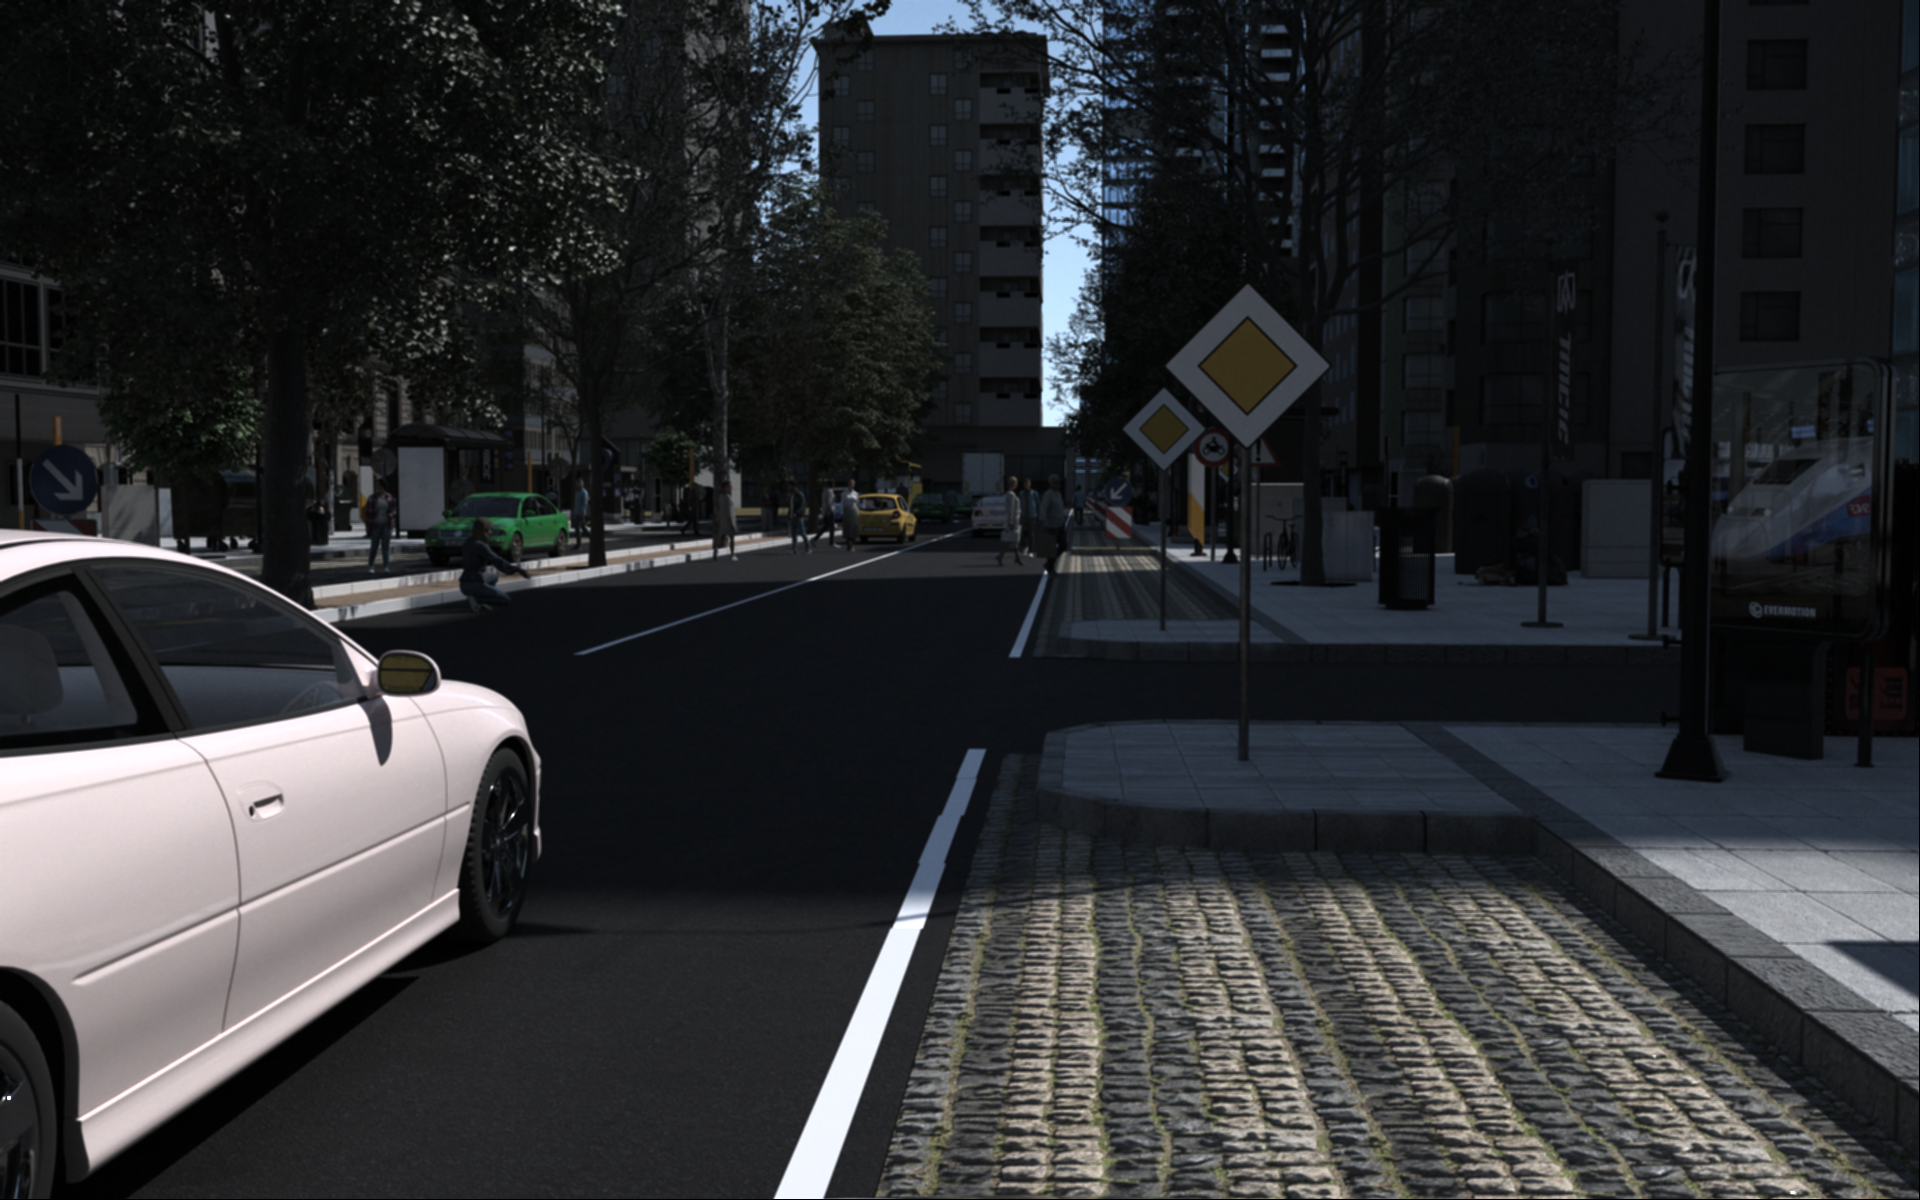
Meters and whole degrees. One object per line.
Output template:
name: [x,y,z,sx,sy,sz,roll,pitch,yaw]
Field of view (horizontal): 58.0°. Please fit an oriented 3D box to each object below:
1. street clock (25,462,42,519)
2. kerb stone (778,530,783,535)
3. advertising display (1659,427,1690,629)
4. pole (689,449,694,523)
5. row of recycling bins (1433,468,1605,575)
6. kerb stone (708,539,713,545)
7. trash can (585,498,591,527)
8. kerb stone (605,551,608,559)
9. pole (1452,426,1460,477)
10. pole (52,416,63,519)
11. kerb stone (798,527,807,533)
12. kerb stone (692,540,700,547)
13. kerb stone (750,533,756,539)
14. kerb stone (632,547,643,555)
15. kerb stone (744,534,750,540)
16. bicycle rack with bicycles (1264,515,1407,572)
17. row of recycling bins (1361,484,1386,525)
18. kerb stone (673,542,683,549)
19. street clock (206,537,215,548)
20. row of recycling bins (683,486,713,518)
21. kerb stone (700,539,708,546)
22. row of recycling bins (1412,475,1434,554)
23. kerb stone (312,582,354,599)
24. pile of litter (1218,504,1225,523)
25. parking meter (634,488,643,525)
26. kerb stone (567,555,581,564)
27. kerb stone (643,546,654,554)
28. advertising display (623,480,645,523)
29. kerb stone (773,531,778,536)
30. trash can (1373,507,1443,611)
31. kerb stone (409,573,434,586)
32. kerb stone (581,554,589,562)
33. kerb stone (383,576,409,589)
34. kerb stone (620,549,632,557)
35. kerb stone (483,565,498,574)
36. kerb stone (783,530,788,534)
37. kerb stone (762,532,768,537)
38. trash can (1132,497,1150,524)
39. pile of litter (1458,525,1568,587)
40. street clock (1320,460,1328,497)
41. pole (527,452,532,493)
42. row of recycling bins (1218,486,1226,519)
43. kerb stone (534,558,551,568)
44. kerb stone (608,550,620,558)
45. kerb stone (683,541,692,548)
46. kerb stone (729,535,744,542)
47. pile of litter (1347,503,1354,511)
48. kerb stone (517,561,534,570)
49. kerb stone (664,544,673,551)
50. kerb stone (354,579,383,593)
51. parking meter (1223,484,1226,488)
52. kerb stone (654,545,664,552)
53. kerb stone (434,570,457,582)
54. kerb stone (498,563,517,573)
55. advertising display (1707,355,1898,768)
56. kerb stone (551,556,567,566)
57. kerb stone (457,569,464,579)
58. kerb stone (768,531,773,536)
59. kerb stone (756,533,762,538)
street clock: [-20.726,-2.098,38.870,0.471,2.002,0.358,2,4,32]
kerb stone: [-6.360,-2.315,60.083,0.120,0.150,1.000,0,4,4]
advertising display: [6.932,-0.676,16.260,0.123,1.923,0.974,-1,4,-17]
pole: [-12.002,-5.122,77.587,0.158,3.312,0.155,0,3,0]
row of recycling bins: [9.419,-1.315,28.621,3.534,1.692,1.069,-3,4,-37]
kerb stone: [-7.128,-1.626,48.846,0.120,0.150,1.000,0,4,4]
trash can: [-14.239,-3.395,67.167,0.748,1.137,0.748,0,3,0]
kerb stone: [-7.900,-0.942,37.598,0.120,0.150,1.000,0,4,4]
pole: [14.842,-3.550,51.879,0.158,3.312,0.155,0,3,0]
pole: [-23.726,-3.165,45.585,0.158,3.312,0.155,0,3,0]
kerb stone: [-6.010,-2.629,65.187,0.120,0.150,1.000,0,4,4]
kerb stone: [-7.271,-1.499,46.806,0.120,0.150,1.000,0,4,4]
kerb stone: [-6.705,-2.004,54.968,0.120,0.150,1.000,0,4,4]
kerb stone: [-7.679,-1.129,40.657,0.120,0.150,1.000,0,4,4]
kerb stone: [-6.780,-1.942,53.949,0.120,0.150,1.000,0,4,4]
bicycle rack with bicycles: [6.299,-0.991,29.584,2.852,0.926,2.925,1,4,14]
row of recycling bins: [17.510,-4.008,72.650,1.069,1.692,3.534,1,4,21]
kerb stone: [-7.405,-1.380,44.750,0.120,0.150,1.000,0,4,4]
street clock: [-17.799,-2.237,41.144,0.358,2.002,0.471,-3,5,-40]
row of recycling bins: [-13.711,-5.159,91.470,1.069,1.692,3.534,1,4,11]
kerb stone: [-7.195,-1.567,47.825,0.120,0.150,1.000,0,4,4]
row of recycling bins: [11.350,-1.912,38.367,3.534,1.692,1.069,-3,4,-38]
kerb stone: [-8.798,-0.128,24.288,0.120,0.150,1.000,0,4,4]
pile of litter: [11.538,-3.819,76.404,1.719,0.858,1.176,1,4,16]
parking meter: [-13.568,-3.955,73.075,0.372,1.533,0.369,0,3,0]
kerb stone: [-8.036,-0.816,35.548,0.120,0.150,1.000,0,4,4]
kerb stone: [-7.608,-1.191,41.686,0.120,0.150,1.000,0,4,4]
advertising display: [-14.630,-4.439,77.798,0.974,1.923,0.123,0,4,2]
kerb stone: [-6.422,-2.255,59.062,0.120,0.150,1.000,0,4,4]
trash can: [4.974,-0.466,19.265,0.748,1.137,0.748,0,3,0]
kerb stone: [-8.589,-0.316,27.354,0.120,0.150,1.000,0,4,4]
kerb stone: [-7.964,-0.879,36.571,0.120,0.150,1.000,0,4,4]
kerb stone: [-8.665,-0.248,26.333,0.120,0.150,1.000,0,4,4]
kerb stone: [-7.756,-1.067,39.637,0.120,0.150,1.000,0,4,4]
kerb stone: [-8.381,-0.504,30.429,0.120,0.150,1.000,0,4,4]
kerb stone: [-6.290,-2.378,61.103,0.120,0.150,1.000,0,4,4]
kerb stone: [-6.564,-2.130,57.013,0.120,0.150,1.000,0,4,4]
trash can: [7.637,-3.764,73.202,0.748,1.137,0.748,0,3,0]
pile of litter: [7.835,-0.644,24.487,1.719,0.858,1.176,0,4,-3]
street clock: [7.542,-1.973,36.821,0.358,2.002,0.471,-2,4,-25]
pole: [-20.832,-5.506,83.874,0.158,3.312,0.155,0,3,0]
row of recycling bins: [12.882,-4.712,84.151,1.069,1.692,3.534,-3,5,-42]
kerb stone: [-8.172,-0.691,33.500,0.120,0.150,1.000,0,4,4]
kerb stone: [-7.820,-1.004,38.617,0.120,0.150,1.000,0,4,4]
kerb stone: [-7.332,-1.438,45.775,0.120,0.150,1.000,0,4,4]
kerb stone: [-6.847,-1.880,52.929,0.120,0.150,1.000,0,4,4]
pile of litter: [18.986,-4.376,85.512,1.719,0.858,1.176,-3,5,-42]
kerb stone: [-8.248,-0.620,32.476,0.120,0.150,1.000,0,4,4]
kerb stone: [-7.475,-1.315,43.728,0.120,0.150,1.000,0,4,4]
kerb stone: [-8.729,-0.191,25.311,0.120,0.150,1.000,0,4,4]
parking meter: [13.450,-4.983,87.181,0.399,1.863,0.255,2,4,35]
kerb stone: [-7.547,-1.255,42.707,0.120,0.150,1.000,0,4,4]
kerb stone: [-8.523,-0.378,28.381,0.120,0.150,1.000,0,4,4]
kerb stone: [-8.311,-0.566,31.455,0.120,0.150,1.000,0,4,4]
advertising display: [4.047,-0.199,8.463,0.123,1.923,0.974,-2,4,-30]
kerb stone: [-8.096,-0.754,34.528,0.120,0.150,1.000,0,4,4]
kerb stone: [-8.447,-0.441,29.405,0.120,0.150,1.000,0,4,4]
kerb stone: [-6.496,-2.192,58.034,0.120,0.150,1.000,0,4,4]
kerb stone: [-6.636,-2.067,55.988,0.120,0.150,1.000,0,4,4]
